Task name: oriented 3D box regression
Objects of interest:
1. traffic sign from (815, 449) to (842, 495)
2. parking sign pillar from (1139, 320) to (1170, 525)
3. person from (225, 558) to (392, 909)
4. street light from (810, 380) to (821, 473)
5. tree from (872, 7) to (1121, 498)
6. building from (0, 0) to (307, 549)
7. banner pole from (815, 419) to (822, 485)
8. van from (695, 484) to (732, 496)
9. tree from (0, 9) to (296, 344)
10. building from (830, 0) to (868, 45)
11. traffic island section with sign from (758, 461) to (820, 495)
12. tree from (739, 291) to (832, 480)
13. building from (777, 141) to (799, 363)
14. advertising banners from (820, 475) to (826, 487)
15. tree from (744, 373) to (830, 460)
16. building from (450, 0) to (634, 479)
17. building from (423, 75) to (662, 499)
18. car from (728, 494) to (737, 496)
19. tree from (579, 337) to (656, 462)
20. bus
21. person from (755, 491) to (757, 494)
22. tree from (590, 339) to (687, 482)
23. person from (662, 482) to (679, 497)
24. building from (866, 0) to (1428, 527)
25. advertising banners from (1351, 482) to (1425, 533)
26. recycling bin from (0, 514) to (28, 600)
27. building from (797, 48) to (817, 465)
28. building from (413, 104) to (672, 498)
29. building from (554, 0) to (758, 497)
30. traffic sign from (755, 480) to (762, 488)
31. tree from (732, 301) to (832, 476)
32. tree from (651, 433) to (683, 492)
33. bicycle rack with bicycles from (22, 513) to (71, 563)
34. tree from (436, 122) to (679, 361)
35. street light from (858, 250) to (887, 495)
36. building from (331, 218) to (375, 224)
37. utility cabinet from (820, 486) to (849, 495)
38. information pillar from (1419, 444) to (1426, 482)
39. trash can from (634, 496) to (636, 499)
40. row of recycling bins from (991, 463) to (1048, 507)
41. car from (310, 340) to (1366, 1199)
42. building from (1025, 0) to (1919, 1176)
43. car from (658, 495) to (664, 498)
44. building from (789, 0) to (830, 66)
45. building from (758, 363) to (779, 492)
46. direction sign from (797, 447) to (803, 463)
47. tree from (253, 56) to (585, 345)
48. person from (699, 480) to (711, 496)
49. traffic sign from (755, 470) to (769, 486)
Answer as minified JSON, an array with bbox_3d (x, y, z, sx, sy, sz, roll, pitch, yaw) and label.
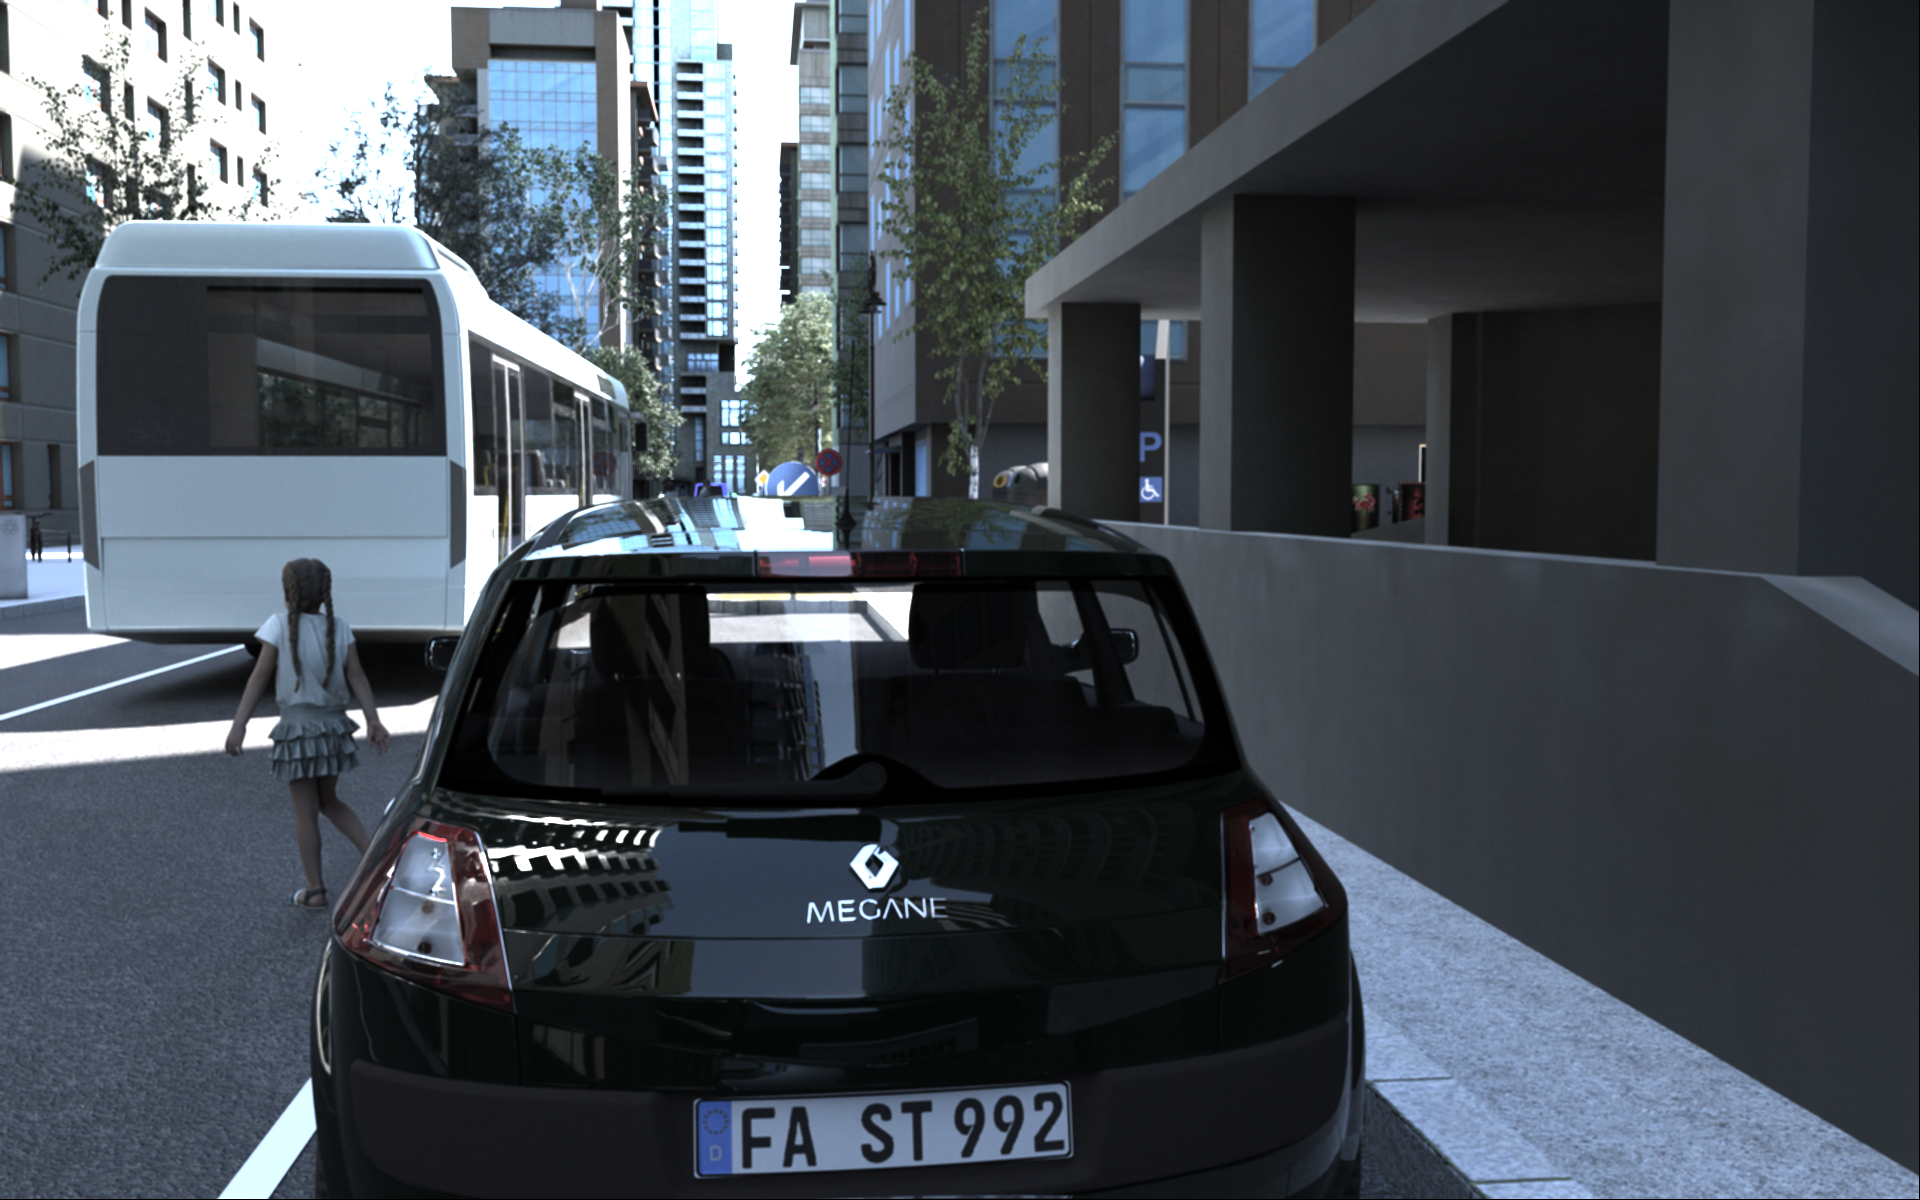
[{"bbox_3d":[-3.712,-2.991,49.003,0.768,2.556,0.104,0,4,-6],"label":"traffic sign"},{"bbox_3d":[2.662,-2.173,23.995,1.447,3.967,1.447,1,4,9],"label":"parking sign pillar"},{"bbox_3d":[-2.233,0.464,5.937,0.382,1.210,0.505,3,5,43],"label":"person"},{"bbox_3d":[-5.848,-5.966,70.327,0.468,5.910,1.993,0,4,-7],"label":"street light"},{"bbox_3d":[0.403,-4.712,27.399,4.737,8.622,4.395,0,3,0],"label":"tree"},{"bbox_3d":[-37.720,-12.596,50.976,28.899,21.520,27.650,0,4,-7],"label":"building"},{"bbox_3d":[-4.724,-4.155,57.958,0.401,3.779,0.863,-1,4,-18],"label":"banner pole"},{"bbox_3d":[-14.851,-6.079,103.773,2.240,2.365,5.245,0,4,-5],"label":"van"},{"bbox_3d":[-12.812,-4.719,27.526,4.360,8.622,3.978,0,3,0],"label":"tree"},{"bbox_3d":[2.226,-23.193,62.795,14.154,41.232,14.086,0,4,-7],"label":"building"},{"bbox_3d":[-2.206,-0.797,21.651,1.989,1.847,2.006,0,4,-7],"label":"traffic island section with sign"},{"bbox_3d":[-8.640,-10.963,97.371,7.486,12.596,7.792,0,3,0],"label":"tree"},{"bbox_3d":[-11.210,-34.164,213.210,22.147,44.769,28.867,0,4,-7],"label":"building"},{"bbox_3d":[-11.222,-8.367,132.983,2.074,3.025,0.090,0,4,-4],"label":"advertising banners"},{"bbox_3d":[-11.717,-11.658,125.016,8.767,10.594,7.601,0,4,7],"label":"tree"},{"bbox_3d":[-37.534,-31.084,158.341,14.600,45.320,14.200,0,4,-7],"label":"building"},{"bbox_3d":[-42.677,-32.106,179.558,22.147,44.769,28.867,0,4,-7],"label":"building"},{"bbox_3d":[-18.805,-8.074,140.812,1.959,1.807,4.718,0,4,-8],"label":"car"},{"bbox_3d":[-22.084,-10.353,103.691,8.767,10.594,7.601,1,4,14],"label":"tree"},{"bbox_3d":[-5.285,-1.437,18.353,2.948,3.499,13.247,0,4,-5],"label":"bus"},{"bbox_3d":[-18.789,-9.124,158.205,0.750,1.759,0.617,1,4,14],"label":"person"},{"bbox_3d":[-25.197,-12.964,128.970,9.611,12.733,9.660,0,3,0],"label":"tree"},{"bbox_3d":[-8.172,-2.458,49.041,0.532,1.782,0.716,3,5,44],"label":"person"},{"bbox_3d":[5.149,-23.893,40.759,14.600,45.320,14.200,0,4,-7],"label":"building"},{"bbox_3d":[5.918,-1.614,22.585,2.074,3.025,0.090,-1,4,-16],"label":"advertising banners"},{"bbox_3d":[-11.883,-0.530,21.226,0.722,1.027,0.722,-2,4,-35],"label":"recycling bin"},{"bbox_3d":[-8.236,-29.362,163.670,14.154,41.232,14.086,0,4,-7],"label":"building"},{"bbox_3d":[-51.267,-36.300,213.113,30.456,49.044,23.786,0,4,-7],"label":"building"},{"bbox_3d":[-44.505,-57.018,244.912,31.000,86.520,22.319,0,4,-7],"label":"building"},{"bbox_3d":[-8.900,-4.578,78.498,0.795,2.450,0.064,0,4,-7],"label":"traffic sign"},{"bbox_3d":[-10.280,-12.594,112.565,9.857,13.997,8.962,0,3,0],"label":"tree"},{"bbox_3d":[-33.937,-15.229,199.357,4.737,8.622,4.395,0,3,0],"label":"tree"},{"bbox_3d":[-17.925,-1.155,32.267,2.852,0.926,2.925,-3,5,-43],"label":"bicycle rack with bicycles"},{"bbox_3d":[-20.830,-14.239,88.701,12.611,20.169,13.585,0,3,0],"label":"tree"},{"bbox_3d":[-1.669,-3.685,33.034,0.468,5.910,1.993,0,4,-7],"label":"street light"},{"bbox_3d":[-86.333,-33.880,245.814,23.993,40.220,32.217,0,4,-7],"label":"building"},{"bbox_3d":[-3.724,-2.560,50.531,0.318,1.500,1.173,2,4,34],"label":"utility cabinet"},{"bbox_3d":[7.012,-1.296,25.679,0.304,2.012,0.304,-3,4,-36],"label":"information pillar"},{"bbox_3d":[-28.037,-8.362,148.377,0.748,1.137,0.748,0,3,0],"label":"trash can"},{"bbox_3d":[1.045,-1.047,24.233,1.069,1.692,3.534,0,4,-4],"label":"row of recycling bins"},{"bbox_3d":[-0.397,0.331,4.380,2.009,1.686,4.222,-1,4,-8],"label":"car"},{"bbox_3d":[17.162,-19.418,9.367,32.217,40.220,23.993,0,4,-7],"label":"building"},{"bbox_3d":[-20.295,-6.613,120.488,2.083,1.381,4.827,0,4,-5],"label":"car"},{"bbox_3d":[-3.509,-36.467,185.480,28.713,52.752,27.495,0,4,-7],"label":"building"},{"bbox_3d":[-15.000,-24.950,252.973,28.899,21.520,27.650,0,4,-7],"label":"building"},{"bbox_3d":[-7.769,-5.631,84.071,0.379,3.537,0.876,-1,4,-23],"label":"direction sign"},{"bbox_3d":[-15.334,-8.423,48.093,12.009,13.543,11.850,0,3,0],"label":"tree"},{"bbox_3d":[-6.749,-2.287,46.014,0.853,1.813,0.709,-1,4,-15],"label":"person"},{"bbox_3d":[-7.970,-4.093,70.567,0.795,2.450,0.064,0,4,-7],"label":"traffic sign"}]
